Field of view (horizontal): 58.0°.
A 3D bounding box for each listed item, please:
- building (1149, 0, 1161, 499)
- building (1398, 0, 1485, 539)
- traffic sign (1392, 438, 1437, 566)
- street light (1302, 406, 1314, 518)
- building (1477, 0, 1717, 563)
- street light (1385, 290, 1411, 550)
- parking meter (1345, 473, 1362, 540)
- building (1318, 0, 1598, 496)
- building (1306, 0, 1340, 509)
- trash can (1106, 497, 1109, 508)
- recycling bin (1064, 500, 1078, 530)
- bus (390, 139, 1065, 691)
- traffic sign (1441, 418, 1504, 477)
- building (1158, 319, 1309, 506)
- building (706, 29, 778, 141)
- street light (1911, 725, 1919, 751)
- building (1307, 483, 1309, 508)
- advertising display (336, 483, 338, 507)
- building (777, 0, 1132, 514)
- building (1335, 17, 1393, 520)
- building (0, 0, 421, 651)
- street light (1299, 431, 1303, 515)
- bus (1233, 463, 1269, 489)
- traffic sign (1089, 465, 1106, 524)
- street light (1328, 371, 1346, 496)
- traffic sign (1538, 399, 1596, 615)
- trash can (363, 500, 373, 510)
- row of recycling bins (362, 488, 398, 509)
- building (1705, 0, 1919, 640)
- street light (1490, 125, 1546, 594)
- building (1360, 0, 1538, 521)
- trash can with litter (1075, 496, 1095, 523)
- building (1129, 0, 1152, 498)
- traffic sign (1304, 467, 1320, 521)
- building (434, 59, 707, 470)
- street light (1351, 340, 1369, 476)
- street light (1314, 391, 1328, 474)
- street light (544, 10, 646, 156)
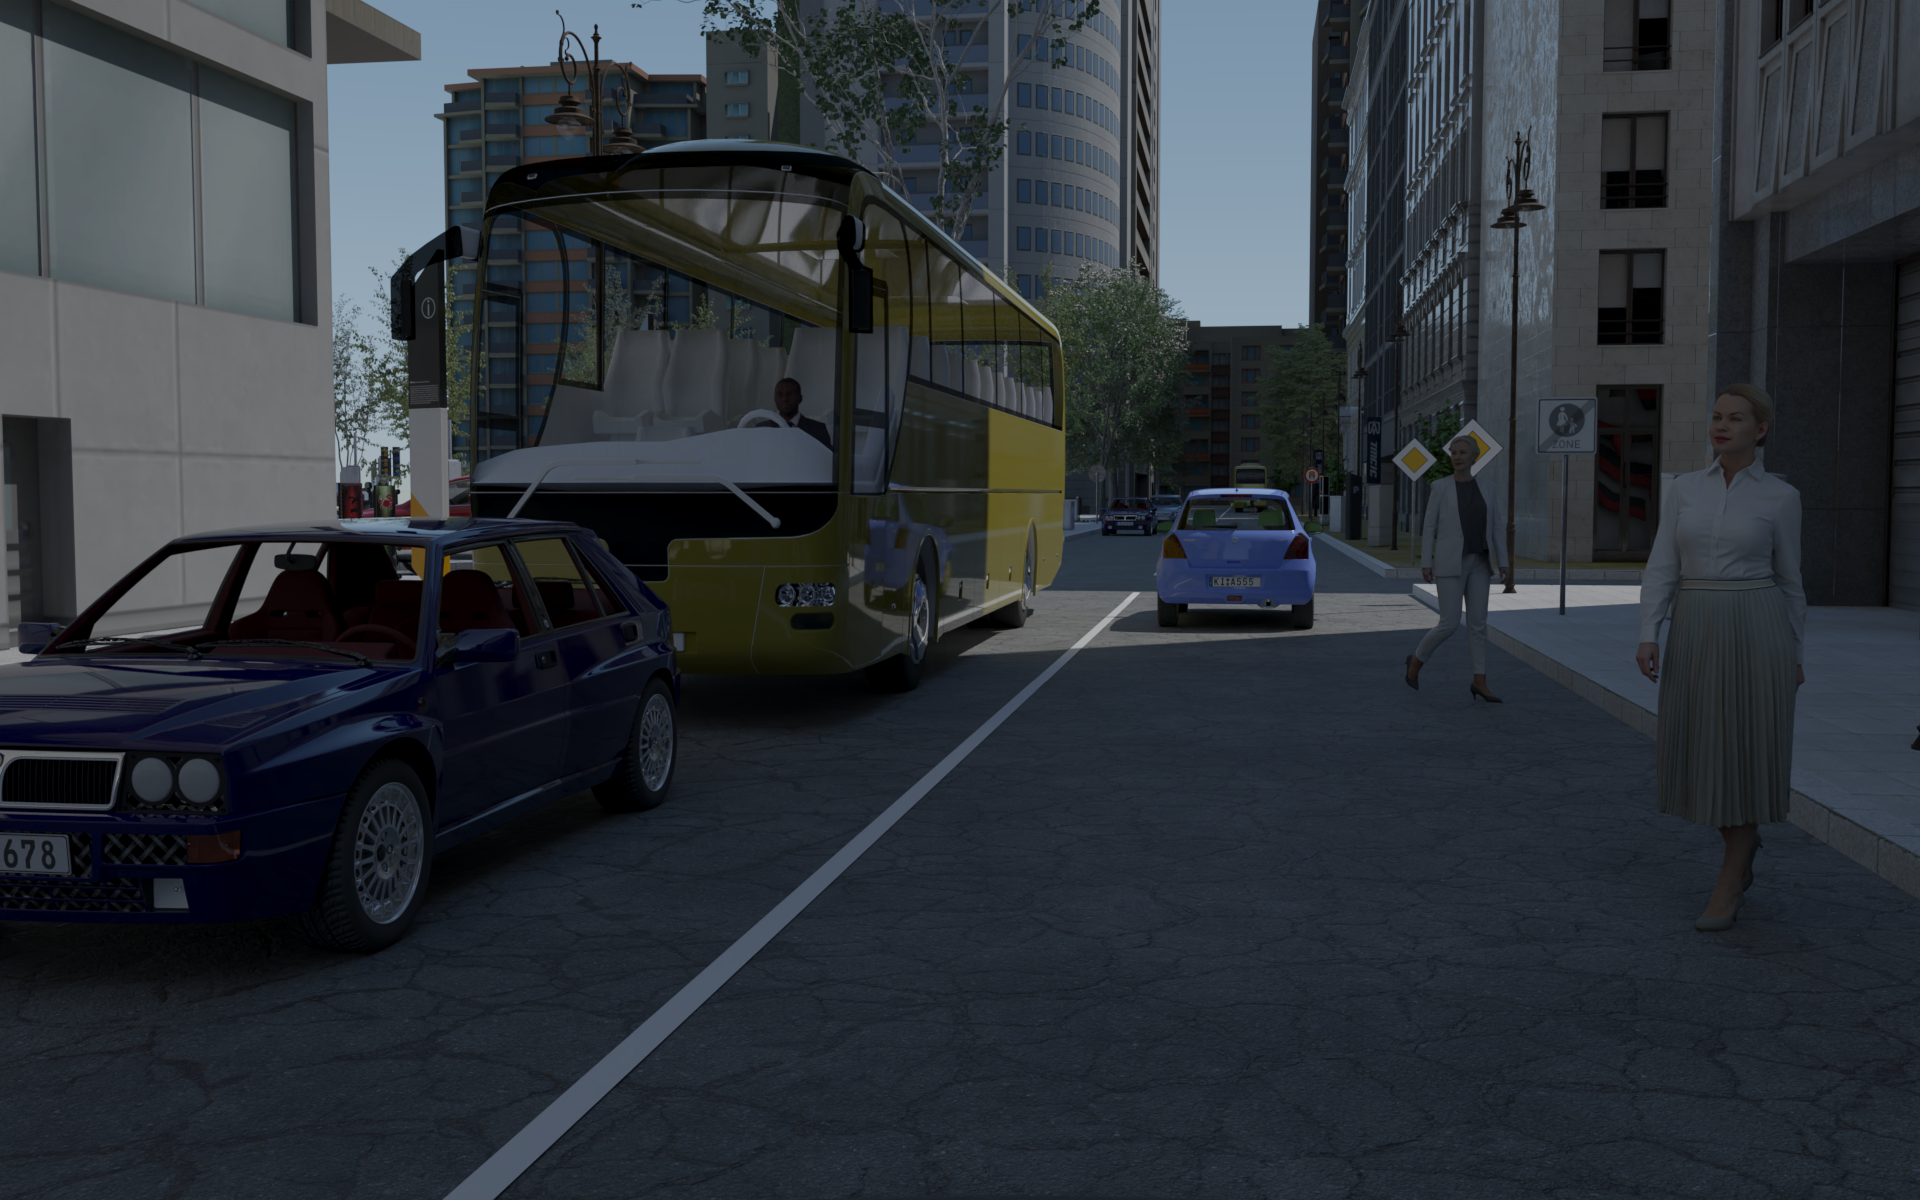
[{"bbox_3d":[9.004,-44.800,170.732,20.611,71.187,20.563,1,4,9],"label":"building"},{"bbox_3d":[18.602,-12.333,50.796,9.793,20.994,18.267,1,4,9],"label":"building"},{"bbox_3d":[8.095,-1.668,30.906,0.795,2.450,0.064,1,4,9],"label":"traffic sign"},{"bbox_3d":[18.418,-7.230,90.998,0.468,5.910,1.993,1,4,9],"label":"street light"},{"bbox_3d":[20.130,-11.057,35.533,16.860,20.320,10.420,1,4,9],"label":"building"},{"bbox_3d":[9.913,-4.071,39.355,0.468,5.910,1.993,1,4,9],"label":"street light"},{"bbox_3d":[11.009,-2.613,48.432,0.399,1.863,0.255,-1,4,-20],"label":"parking meter"},{"bbox_3d":[39.119,-29.241,132.718,22.147,44.769,28.867,1,4,9],"label":"building"},{"bbox_3d":[38.483,-30.855,154.588,14.600,45.320,14.200,1,4,9],"label":"building"},{"bbox_3d":[8.379,-5.331,98.811,0.748,1.137,0.748,0,3,0],"label":"trash can"},{"bbox_3d":[3.671,-3.000,61.605,0.722,1.027,0.722,1,4,14],"label":"recycling bin"},{"bbox_3d":[-0.928,-1.493,15.966,2.896,3.916,12.252,1,4,10],"label":"bus"},{"bbox_3d":[6.795,-1.186,23.027,0.795,2.450,0.064,1,4,9],"label":"traffic sign"},{"bbox_3d":[26.554,-22.013,204.949,28.899,21.520,27.650,1,4,9],"label":"building"},{"bbox_3d":[-12.015,-33.637,173.663,21.600,48.544,21.300,1,4,9],"label":"building"},{"bbox_3d":[4.874,-2.185,8.512,0.468,5.910,1.993,1,4,9],"label":"street light"},{"bbox_3d":[41.186,-29.690,169.018,14.154,41.232,14.086,1,4,9],"label":"building"},{"bbox_3d":[-34.300,-5.571,96.296,0.974,1.923,0.123,-2,4,-28],"label":"advertising display"},{"bbox_3d":[0.589,-35.448,121.578,21.231,58.520,28.212,1,4,9],"label":"building"},{"bbox_3d":[27.836,-18.817,93.566,13.634,28.700,20.117,1,4,9],"label":"building"},{"bbox_3d":[-20.860,-25.669,8.925,27.495,52.752,28.713,1,4,9],"label":"building"},{"bbox_3d":[20.663,-8.043,104.297,0.468,5.910,1.993,1,4,9],"label":"street light"},{"bbox_3d":[23.128,-8.946,137.820,2.896,3.916,12.252,1,4,10],"label":"bus"},{"bbox_3d":[5.924,-4.568,74.798,0.768,2.556,0.104,1,4,12],"label":"traffic sign"},{"bbox_3d":[14.208,-5.644,65.062,0.468,5.910,1.993,1,4,9],"label":"street light"},{"bbox_3d":[6.393,-0.990,18.318,0.606,2.300,0.079,1,4,11],"label":"traffic sign"},{"bbox_3d":[-14.599,-1.853,41.948,0.748,1.137,0.748,0,3,0],"label":"trash can"},{"bbox_3d":[-37.986,-6.405,111.828,1.069,1.692,3.534,3,5,39],"label":"row of recycling bins"},{"bbox_3d":[13.297,-11.710,9.476,12.078,24.808,19.932,1,4,9],"label":"building"},{"bbox_3d":[7.111,-3.024,22.228,0.468,5.910,1.993,1,4,9],"label":"street light"},{"bbox_3d":[24.690,-17.007,71.577,14.314,27.812,24.014,1,4,9],"label":"building"},{"bbox_3d":[5.298,-4.132,78.616,1.678,1.210,2.233,0,4,4],"label":"trash can with litter"},{"bbox_3d":[4.838,-31.968,146.378,21.300,48.544,21.600,1,4,9],"label":"building"},{"bbox_3d":[16.658,-5.010,82.017,0.768,2.556,0.104,1,4,13],"label":"traffic sign"},{"bbox_3d":[-36.898,-32.009,177.963,28.867,44.769,22.147,1,4,9],"label":"building"},{"bbox_3d":[12.016,-4.855,52.168,0.468,5.910,1.993,1,4,9],"label":"street light"},{"bbox_3d":[16.320,-6.427,77.875,0.468,5.910,1.993,1,4,9],"label":"street light"},{"bbox_3d":[-3.578,-2.717,17.205,0.468,5.910,1.993,1,4,9],"label":"street light"}]
